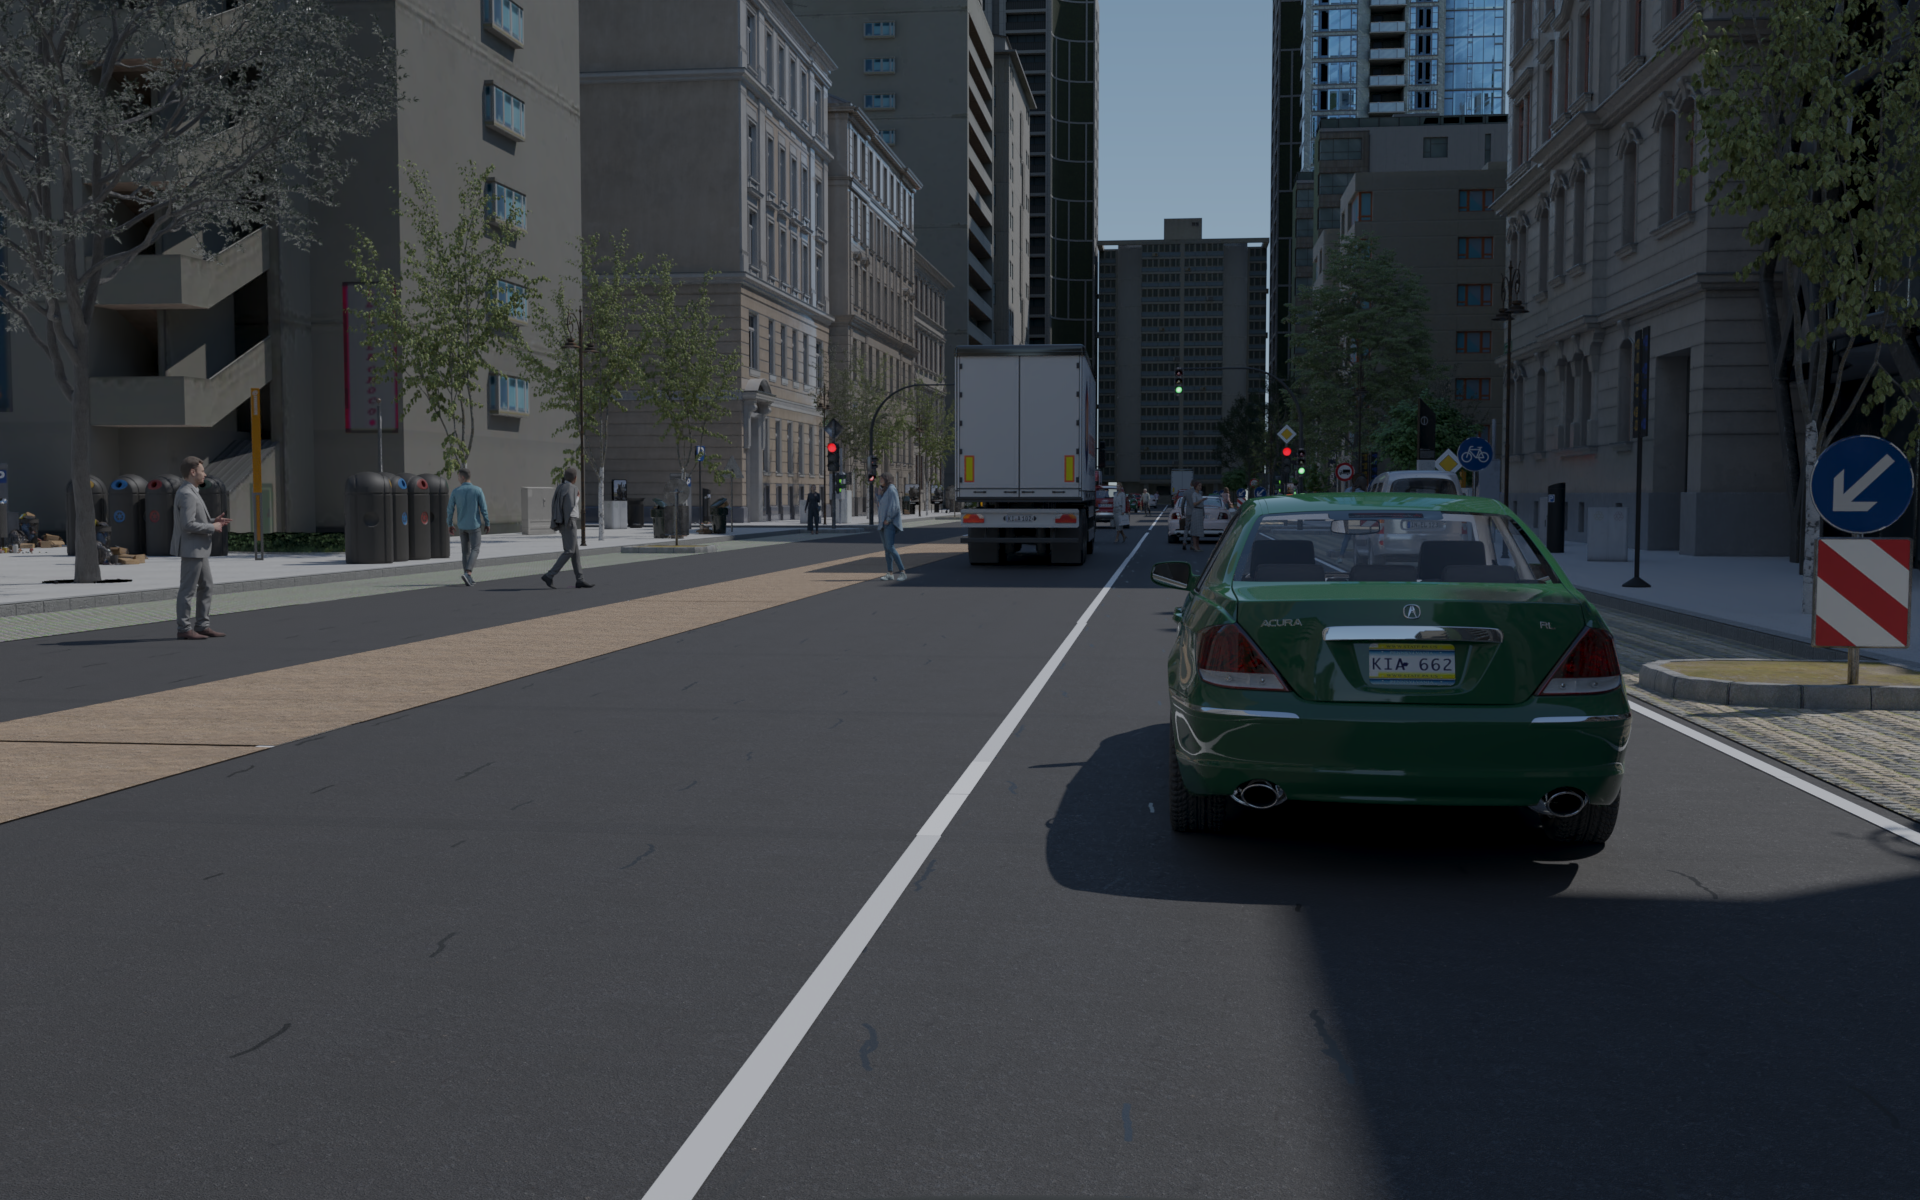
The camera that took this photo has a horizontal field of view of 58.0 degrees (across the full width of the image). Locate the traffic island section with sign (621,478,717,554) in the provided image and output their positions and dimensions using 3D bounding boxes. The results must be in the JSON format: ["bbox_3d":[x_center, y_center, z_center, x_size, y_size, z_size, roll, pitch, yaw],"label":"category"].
[{"bbox_3d":[-7.048,-2.066,42.410,1.989,1.847,2.006,0,4,7],"label":"traffic island section with sign"}]

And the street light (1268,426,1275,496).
[{"bbox_3d":[21.077,-8.845,117.408,0.468,5.910,1.993,0,4,7],"label":"street light"}]

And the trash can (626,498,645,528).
[{"bbox_3d":[-12.205,-3.275,65.192,0.748,1.137,0.748,0,3,0],"label":"trash can"}]

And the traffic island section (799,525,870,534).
[{"bbox_3d":[-4.686,-2.555,64.056,2.009,0.180,2.903,0,4,7],"label":"traffic island section"}]

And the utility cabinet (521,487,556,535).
[{"bbox_3d":[-13.211,-2.795,54.371,0.318,1.500,1.173,2,4,34],"label":"utility cabinet"}]

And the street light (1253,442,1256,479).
[{"bbox_3d":[24.425,-10.456,143.743,0.468,5.910,1.993,0,4,7],"label":"street light"}]

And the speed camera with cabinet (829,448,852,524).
[{"bbox_3d":[-5.193,-4.943,75.160,0.660,3.252,2.038,1,4,9],"label":"speed camera with cabinet"}]

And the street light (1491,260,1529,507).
[{"bbox_3d":[10.900,-3.771,34.449,0.468,5.910,1.993,0,4,7],"label":"street light"}]

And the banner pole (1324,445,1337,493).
[{"bbox_3d":[18.242,-5.844,85.565,0.863,3.779,0.401,3,5,40],"label":"banner pole"}]

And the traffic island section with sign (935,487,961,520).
[{"bbox_3d":[-0.281,-5.387,96.708,1.989,1.847,2.006,0,4,7],"label":"traffic island section with sign"}]

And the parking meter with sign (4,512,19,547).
[{"bbox_3d":[-23.703,-2.821,42.392,1.738,3.016,0.543,2,4,31],"label":"parking meter with sign"}]

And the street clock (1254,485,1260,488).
[{"bbox_3d":[24.270,-8.371,141.438,0.358,2.002,0.471,-3,4,-38],"label":"street clock"}]

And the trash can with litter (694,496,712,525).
[{"bbox_3d":[-10.811,-3.814,73.421,1.678,1.210,2.233,0,4,-8],"label":"trash can with litter"}]

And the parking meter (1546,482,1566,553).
[{"bbox_3d":[13.003,-1.797,37.788,0.372,1.533,0.369,0,3,0],"label":"parking meter"}]

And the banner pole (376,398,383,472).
[{"bbox_3d":[-15.251,-3.400,45.613,0.401,3.779,0.863,-1,4,-13],"label":"banner pole"}]

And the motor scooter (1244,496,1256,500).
[{"bbox_3d":[18.788,-6.062,111.889,0.815,1.314,1.986,0,4,7],"label":"motor scooter"}]

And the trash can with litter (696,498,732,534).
[{"bbox_3d":[-7.869,-2.686,55.297,1.055,1.170,0.624,-3,5,-41],"label":"trash can with litter"}]

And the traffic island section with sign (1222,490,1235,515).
[{"bbox_3d":[19.535,-6.876,121.043,1.989,1.847,2.006,0,4,7],"label":"traffic island section with sign"}]

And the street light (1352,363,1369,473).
[{"bbox_3d":[14.131,-5.410,61.236,0.468,5.910,1.993,0,4,7],"label":"street light"}]

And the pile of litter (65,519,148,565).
[{"bbox_3d":[-15.616,-1.100,31.951,1.176,0.858,1.719,-1,4,-15],"label":"pile of litter"}]

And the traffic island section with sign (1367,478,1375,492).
[{"bbox_3d":[9.340,-1.865,39.127,1.989,1.847,2.006,0,4,7],"label":"traffic island section with sign"}]

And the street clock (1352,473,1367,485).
[{"bbox_3d":[13.686,-3.355,59.424,0.358,2.002,0.471,-3,4,-39],"label":"street clock"}]

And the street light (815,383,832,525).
[{"bbox_3d":[-5.653,-6.088,72.334,0.468,5.910,1.993,0,4,7],"label":"street light"}]

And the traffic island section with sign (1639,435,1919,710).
[{"bbox_3d":[6.020,-0.229,12.376,1.989,1.847,2.006,0,4,7],"label":"traffic island section with sign"}]

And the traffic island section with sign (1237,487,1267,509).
[{"bbox_3d":[16.204,-5.240,94.294,1.989,1.847,2.006,0,4,7],"label":"traffic island section with sign"}]

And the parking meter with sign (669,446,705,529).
[{"bbox_3d":[-10.172,-4.087,63.086,1.738,3.016,0.543,2,4,24],"label":"parking meter with sign"}]

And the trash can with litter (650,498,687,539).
[{"bbox_3d":[-8.371,-2.355,49.892,1.055,1.170,0.624,1,4,18],"label":"trash can with litter"}]

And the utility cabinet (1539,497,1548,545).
[{"bbox_3d":[14.785,-1.975,43.455,0.306,1.237,1.020,0,4,6],"label":"utility cabinet"}]

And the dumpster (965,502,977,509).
[{"bbox_3d":[0.537,-7.357,122.779,1.502,2.255,1.985,0,4,7],"label":"dumpster"}]

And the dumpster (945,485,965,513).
[{"bbox_3d":[-0.331,-6.764,116.355,1.264,1.857,1.865,0,4,7],"label":"dumpster"}]

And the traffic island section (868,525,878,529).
[{"bbox_3d":[-3.699,-3.040,71.980,2.009,0.180,2.903,0,4,7],"label":"traffic island section"}]

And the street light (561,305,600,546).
[{"bbox_3d":[-9.300,-4.269,42.593,0.468,5.910,1.993,0,4,7],"label":"street light"}]

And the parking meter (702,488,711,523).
[{"bbox_3d":[-11.008,-4.089,75.259,0.372,1.533,0.369,0,3,0],"label":"parking meter"}]

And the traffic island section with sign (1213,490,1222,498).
[{"bbox_3d":[29.146,-11.592,198.153,1.989,1.847,2.006,0,4,7],"label":"traffic island section with sign"}]

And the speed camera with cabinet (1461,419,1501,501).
[{"bbox_3d":[13.912,-3.186,46.427,0.660,3.252,2.038,0,4,2],"label":"speed camera with cabinet"}]

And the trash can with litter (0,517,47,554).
[{"bbox_3d":[-20.918,-1.653,38.086,1.678,1.210,2.233,-1,4,-21],"label":"trash can with litter"}]

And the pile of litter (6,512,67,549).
[{"bbox_3d":[-22.027,-1.680,41.426,1.176,0.858,1.719,2,4,28],"label":"pile of litter"}]

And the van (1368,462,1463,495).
[{"bbox_3d":[8.224,-1.517,31.815,2.013,2.044,4.112,0,4,7],"label":"van"}]

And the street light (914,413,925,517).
[{"bbox_3d":[-2.291,-7.692,98.559,0.468,5.910,1.993,0,4,7],"label":"street light"}]

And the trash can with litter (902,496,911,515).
[{"bbox_3d":[-3.268,-5.859,107.182,0.624,1.170,1.055,-1,4,-10],"label":"trash can with litter"}]

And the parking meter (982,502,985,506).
[{"bbox_3d":[1.950,-7.982,136.211,0.399,1.863,0.255,-3,5,-41],"label":"parking meter"}]

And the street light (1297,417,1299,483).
[{"bbox_3d":[17.865,-7.240,91.164,0.468,5.910,1.993,0,4,7],"label":"street light"}]
